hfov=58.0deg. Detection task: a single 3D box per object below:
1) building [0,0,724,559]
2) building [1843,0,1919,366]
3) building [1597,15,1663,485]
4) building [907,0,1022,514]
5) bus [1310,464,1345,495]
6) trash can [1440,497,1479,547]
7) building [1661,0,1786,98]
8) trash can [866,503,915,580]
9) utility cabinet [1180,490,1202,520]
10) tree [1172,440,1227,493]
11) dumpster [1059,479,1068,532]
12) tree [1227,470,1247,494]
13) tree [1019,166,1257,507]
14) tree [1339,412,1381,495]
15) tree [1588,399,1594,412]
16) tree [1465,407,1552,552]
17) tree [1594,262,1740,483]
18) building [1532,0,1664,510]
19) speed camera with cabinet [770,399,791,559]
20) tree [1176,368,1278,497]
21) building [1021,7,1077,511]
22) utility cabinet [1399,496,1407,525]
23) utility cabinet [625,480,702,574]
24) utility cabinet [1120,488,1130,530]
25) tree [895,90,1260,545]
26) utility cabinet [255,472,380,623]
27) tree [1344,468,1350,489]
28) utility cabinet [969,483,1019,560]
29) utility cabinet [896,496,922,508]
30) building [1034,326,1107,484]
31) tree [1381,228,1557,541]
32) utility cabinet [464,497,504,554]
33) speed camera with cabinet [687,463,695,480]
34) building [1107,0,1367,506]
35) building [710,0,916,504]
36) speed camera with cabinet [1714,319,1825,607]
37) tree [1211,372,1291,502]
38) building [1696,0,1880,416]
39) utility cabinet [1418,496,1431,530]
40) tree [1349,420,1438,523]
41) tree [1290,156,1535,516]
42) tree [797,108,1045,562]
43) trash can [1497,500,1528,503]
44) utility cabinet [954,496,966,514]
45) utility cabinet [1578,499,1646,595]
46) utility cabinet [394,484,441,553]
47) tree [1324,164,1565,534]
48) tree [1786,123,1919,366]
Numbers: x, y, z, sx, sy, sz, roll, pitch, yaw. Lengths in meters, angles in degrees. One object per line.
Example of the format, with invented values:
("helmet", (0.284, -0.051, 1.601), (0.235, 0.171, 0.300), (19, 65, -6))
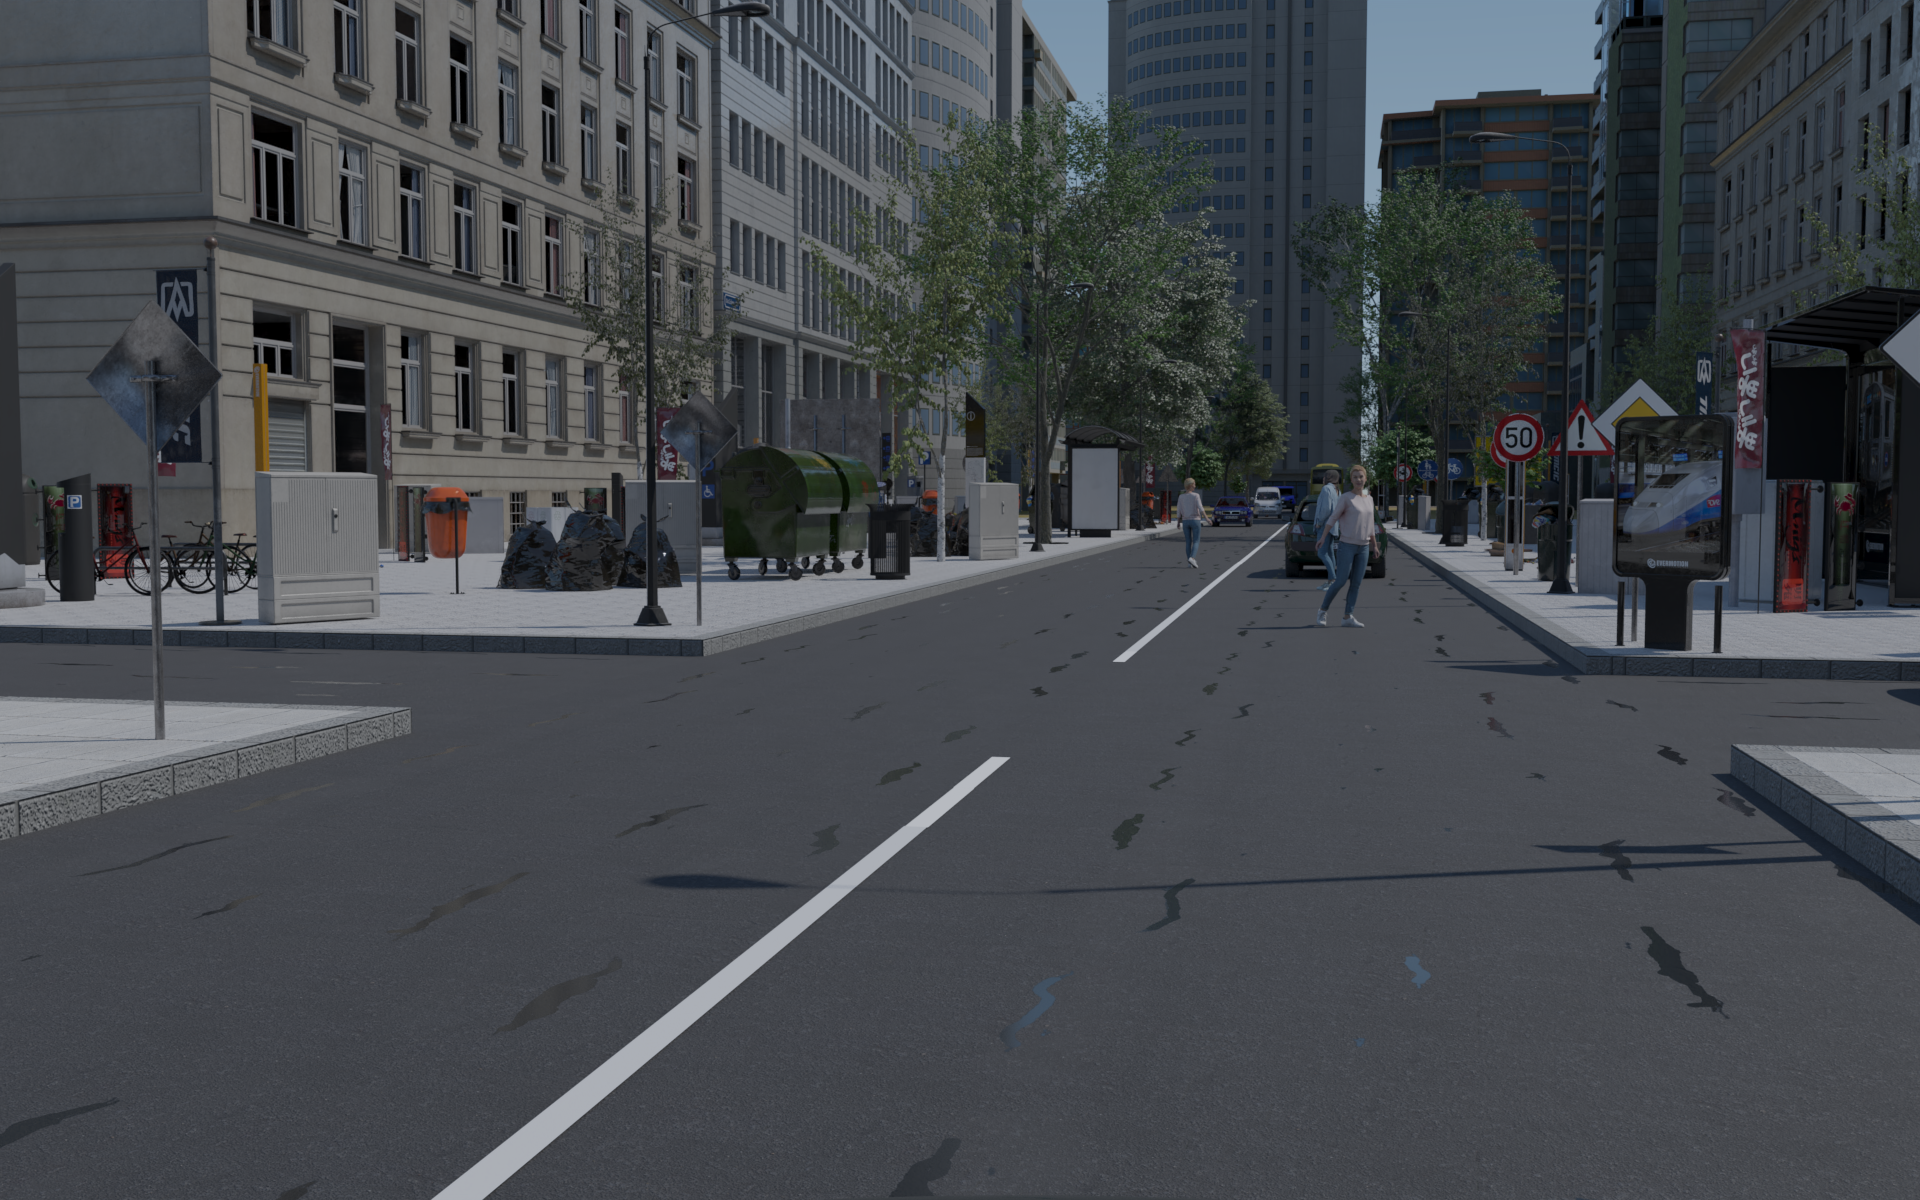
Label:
("building", (-18.784, -13.193, 48.986), (16.112, 22.955, 30.059), (1, 4, 12))
("building", (32.291, -11.771, 47.202), (10.420, 20.320, 16.860), (1, 4, 12))
("building", (47.026, -20.535, 107.447), (14.160, 30.474, 14.107), (1, 4, 12))
("building", (-8.852, -34.636, 108.304), (21.231, 58.520, 28.212), (1, 4, 12))
("bus", (29.710, -9.093, 140.219), (2.896, 3.916, 12.252), (1, 4, 12))
("trash can", (12.101, -1.876, 42.326), (0.748, 1.137, 0.748), (0, 3, 0))
("building", (45.082, -25.049, 93.149), (14.154, 41.232, 14.086), (1, 4, 12))
("trash can", (-1.051, -0.881, 26.058), (0.748, 1.137, 0.748), (0, 3, 0))
("utility cabinet", (11.398, -4.692, 85.392), (1.173, 1.500, 0.318), (-2, 4, -34))
("tree", (14.574, -7.412, 104.893), (4.285, 4.588, 4.351), (0, 3, 0))
("dumpster", (4.112, -3.290, 59.549), (1.264, 1.857, 1.865), (1, 4, 12))
("tree", (22.613, -8.925, 140.531), (1.663, 3.219, 1.824), (0, 3, 0))
("tree", (6.573, -9.782, 66.591), (9.857, 13.997, 8.962), (0, 3, 0))
("tree", (35.473, -12.285, 151.222), (4.360, 8.622, 3.978), (0, 3, 0))
("tree", (30.870, -7.834, 78.442), (4.737, 8.622, 4.395), (0, 3, 0))
("tree", (12.352, -2.684, 38.492), (1.663, 3.219, 1.824), (0, 3, 0))
("tree", (23.009, -6.435, 55.569), (4.737, 8.622, 4.395), (0, 3, 0))
("building", (55.671, -49.815, 127.141), (22.319, 86.520, 31.000), (1, 4, 12))
("speed camera with cabinet", (-3.439, -2.503, 35.261), (0.660, 3.252, 2.038), (0, 4, 5))
("tree", (18.380, -11.414, 121.031), (8.767, 10.594, 7.601), (2, 4, 35))
("building", (-3.795, -27.425, 140.275), (23.993, 40.220, 32.217), (1, 4, 12))
("utility cabinet", (18.508, -3.721, 72.001), (0.306, 1.237, 1.020), (2, 4, 32))
("utility cabinet", (-4.675, -1.140, 27.321), (1.173, 1.500, 0.318), (-1, 4, -11))
("utility cabinet", (5.815, -3.227, 61.443), (0.318, 1.500, 1.173), (1, 4, 12))
("tree", (2.353, -7.251, 44.303), (9.928, 11.665, 9.643), (0, 3, 0))
("utility cabinet", (-6.431, -0.533, 17.391), (0.318, 1.500, 1.173), (3, 4, 38))
("tree", (36.538, -10.673, 158.213), (4.285, 4.588, 4.351), (0, 3, 0))
("utility cabinet", (0.672, -1.533, 33.747), (0.318, 1.500, 1.173), (3, 5, 41))
("utility cabinet", (-1.261, -2.302, 48.795), (1.020, 1.237, 0.306), (1, 4, 13))
("building", (3.381, -22.058, 205.681), (28.899, 21.520, 27.650), (1, 4, 12))
("tree", (14.178, -5.937, 47.427), (4.360, 8.622, 3.978), (0, 3, 0))
("utility cabinet", (-10.366, -1.602, 37.348), (1.020, 1.237, 0.306), (-1, 4, -16))
("speed camera with cabinet", (-7.705, -3.474, 51.136), (0.660, 3.252, 2.038), (-1, 4, -10))
("building", (31.144, -40.002, 196.027), (28.212, 58.520, 21.231), (1, 4, 12))
("building", (-10.808, -18.357, 77.634), (11.434, 29.767, 29.804), (1, 4, 12))
("speed camera with cabinet", (9.351, -1.585, 20.258), (2.038, 3.252, 0.660), (-3, 4, -37))
("tree", (27.274, -14.887, 161.526), (7.486, 12.596, 7.792), (0, 3, 0))
("building", (40.937, -14.431, 69.236), (16.112, 22.955, 30.059), (1, 4, 12))
("utility cabinet", (16.638, -3.112, 62.041), (0.306, 1.237, 1.020), (2, 4, 24))
("tree", (19.430, -5.646, 76.021), (4.285, 4.588, 4.351), (0, 3, 0))
("tree", (25.354, -14.772, 97.417), (12.611, 20.169, 13.585), (0, 3, 0))
("tree", (-0.589, -5.033, 32.660), (4.737, 8.622, 4.395), (0, 3, 0))
("trash can", (13.858, -1.947, 43.481), (0.748, 1.137, 0.748), (0, 3, 0))
("utility cabinet", (0.315, -3.296, 65.043), (1.020, 1.237, 0.306), (-2, 4, -25))
("utility cabinet", (8.471, -0.673, 22.163), (1.020, 1.237, 0.306), (2, 4, 33))
("utility cabinet", (-11.788, -1.771, 37.631), (1.173, 1.500, 0.318), (2, 4, 32))
("tree", (15.369, -7.942, 55.612), (9.928, 11.665, 9.643), (0, 3, 0))
("tree", (18.358, -5.073, 33.300), (4.737, 8.622, 4.395), (0, 3, 0))
